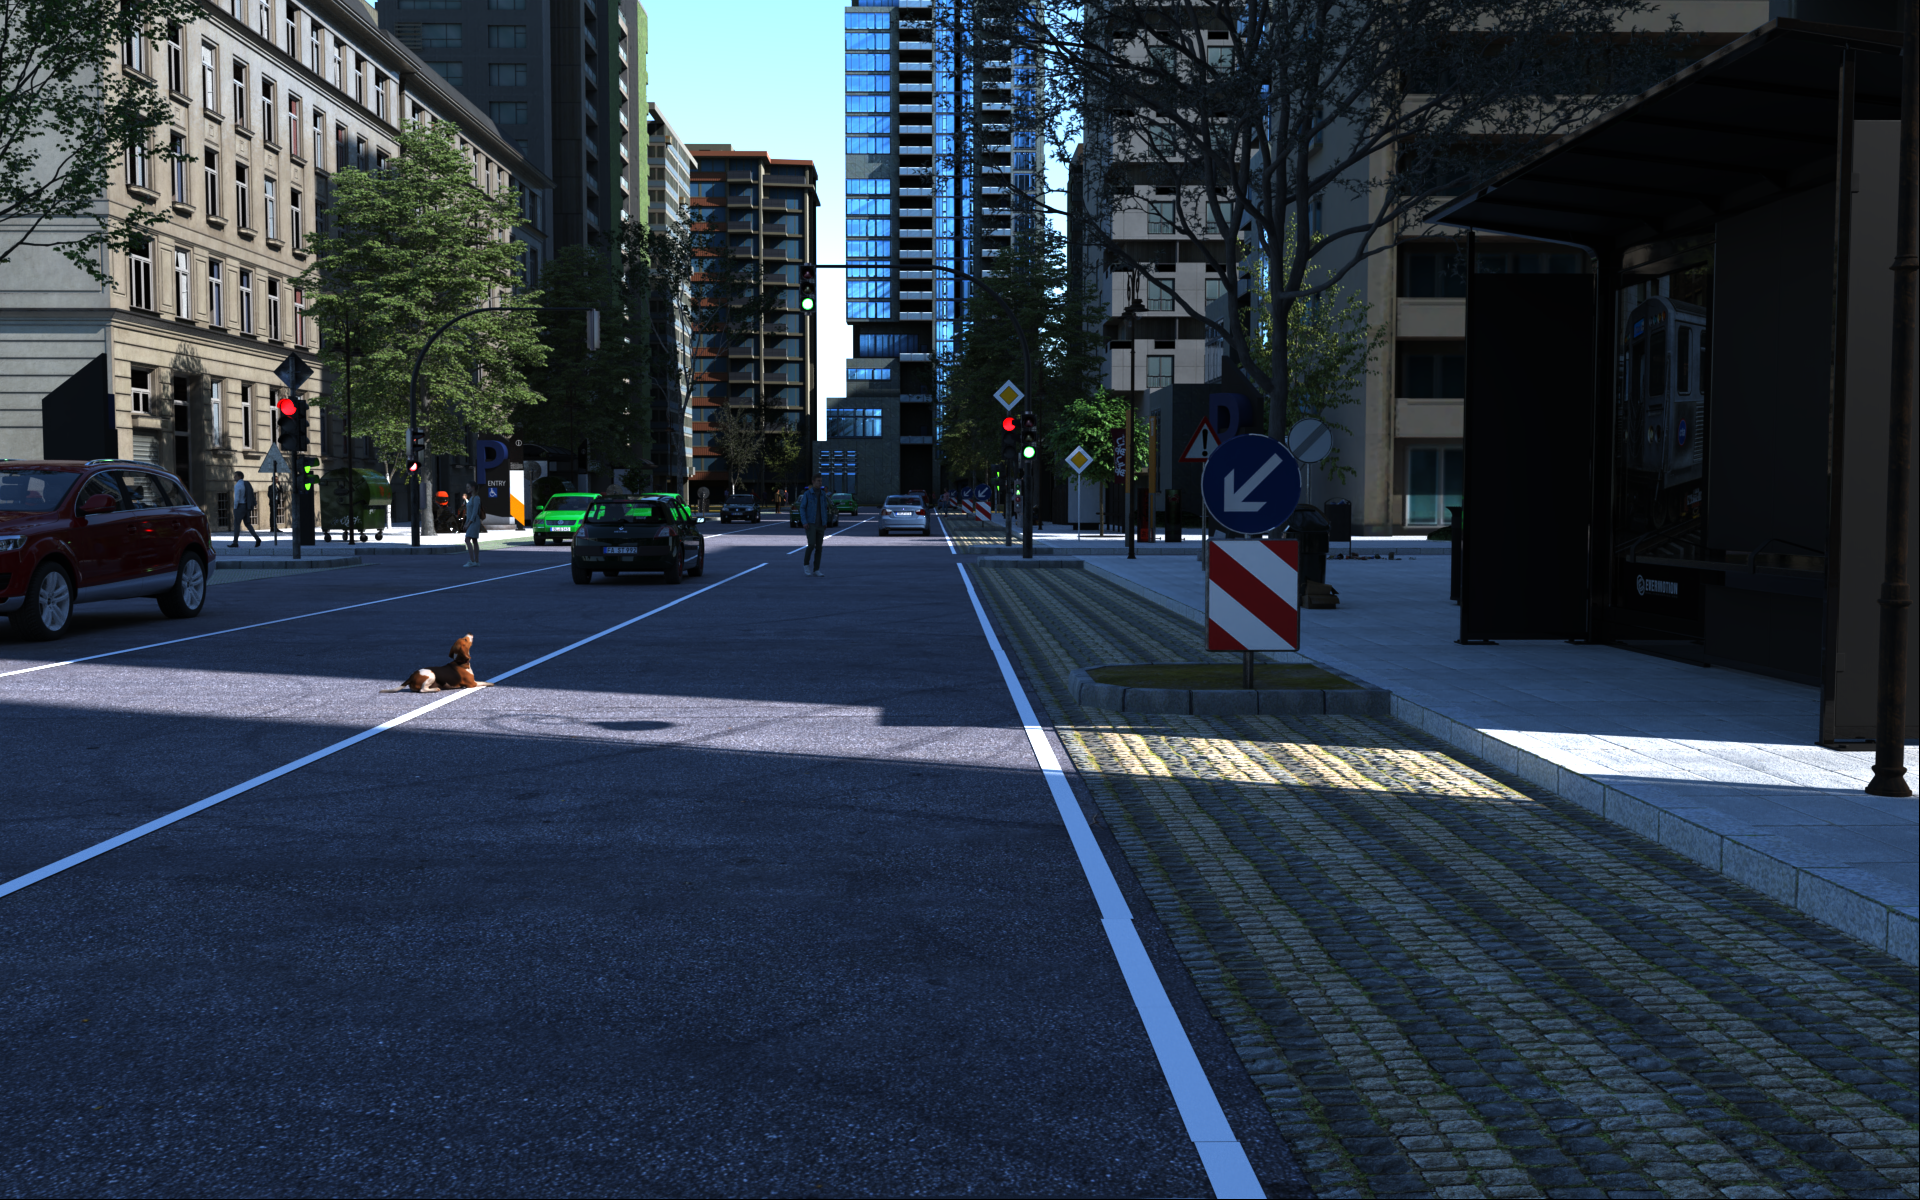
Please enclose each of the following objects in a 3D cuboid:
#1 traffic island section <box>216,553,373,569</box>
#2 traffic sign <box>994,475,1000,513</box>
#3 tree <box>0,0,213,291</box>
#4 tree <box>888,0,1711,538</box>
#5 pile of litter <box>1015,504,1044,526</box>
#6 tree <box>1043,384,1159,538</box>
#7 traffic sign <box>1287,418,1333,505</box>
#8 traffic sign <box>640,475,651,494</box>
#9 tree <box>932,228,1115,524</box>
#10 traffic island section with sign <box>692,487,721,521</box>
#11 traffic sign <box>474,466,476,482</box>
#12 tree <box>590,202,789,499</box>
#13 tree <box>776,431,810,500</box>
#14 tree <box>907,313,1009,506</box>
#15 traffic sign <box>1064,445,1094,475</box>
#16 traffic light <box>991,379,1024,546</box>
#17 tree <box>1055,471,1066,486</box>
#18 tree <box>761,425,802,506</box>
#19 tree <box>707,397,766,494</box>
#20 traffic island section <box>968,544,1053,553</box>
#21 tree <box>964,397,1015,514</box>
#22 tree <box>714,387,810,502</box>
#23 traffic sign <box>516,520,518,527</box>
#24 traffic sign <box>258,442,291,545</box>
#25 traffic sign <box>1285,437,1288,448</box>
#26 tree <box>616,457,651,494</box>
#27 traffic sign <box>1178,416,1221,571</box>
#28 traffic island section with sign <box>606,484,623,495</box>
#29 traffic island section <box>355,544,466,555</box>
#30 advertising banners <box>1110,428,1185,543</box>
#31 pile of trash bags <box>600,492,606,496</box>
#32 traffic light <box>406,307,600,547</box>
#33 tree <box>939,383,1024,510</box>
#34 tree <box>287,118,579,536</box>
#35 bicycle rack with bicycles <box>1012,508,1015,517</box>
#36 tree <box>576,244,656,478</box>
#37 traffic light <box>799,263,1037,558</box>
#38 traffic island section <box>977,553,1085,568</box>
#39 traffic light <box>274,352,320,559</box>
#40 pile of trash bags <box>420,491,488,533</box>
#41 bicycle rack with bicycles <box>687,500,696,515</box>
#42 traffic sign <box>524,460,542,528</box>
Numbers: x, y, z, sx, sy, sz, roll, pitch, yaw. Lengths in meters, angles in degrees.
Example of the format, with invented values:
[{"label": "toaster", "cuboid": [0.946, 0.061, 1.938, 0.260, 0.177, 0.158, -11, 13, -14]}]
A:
[{"label": "traffic island section", "cuboid": [-13.174, -0.739, 34.361, 2.009, 0.180, 2.903, 0, 4, -1]}, {"label": "traffic sign", "cuboid": [2.638, -7.158, 117.144, 0.768, 2.556, 0.104, 0, 4, 2]}, {"label": "tree", "cuboid": [-16.197, -6.201, 27.137, 9.928, 11.665, 9.643, 0, 3, 0]}, {"label": "tree", "cuboid": [3.941, -6.815, 21.794, 12.009, 13.543, 11.850, 0, 3, 0]}, {"label": "pile of litter", "cuboid": [2.840, -3.498, 71.162, 1.176, 0.858, 1.719, 0, 4, -1]}, {"label": "tree", "cuboid": [4.202, -4.162, 51.763, 4.285, 4.588, 4.351, 0, 3, 0]}, {"label": "traffic sign", "cuboid": [5.839, -1.766, 28.985, 0.768, 2.556, 0.104, 0, 4, -1]}, {"label": "traffic sign", "cuboid": [-16.662, -5.474, 91.633, 0.606, 2.300, 0.079, 0, 4, 2]}, {"label": "tree", "cuboid": [2.916, -9.569, 74.583, 7.486, 12.596, 7.792, 0, 3, 0]}, {"label": "traffic island section with sign", "cuboid": [-13.952, -5.239, 94.278, 1.989, 1.847, 2.006, 0, 4, -1]}, {"label": "traffic sign", "cuboid": [-17.661, -3.784, 64.006, 0.606, 2.300, 0.079, 0, 4, 6]}, {"label": "tree", "cuboid": [-16.754, -15.581, 110.637, 12.611, 20.169, 13.585, 0, 3, 0]}, {"label": "tree", "cuboid": [-18.212, -14.713, 190.920, 4.360, 8.622, 3.978, 0, 3, 0]}, {"label": "tree", "cuboid": [0.880, -19.859, 180.582, 12.611, 20.169, 13.585, 0, 3, 0]}, {"label": "traffic sign", "cuboid": [3.214, -2.858, 46.465, 0.795, 2.593, 0.064, 0, 4, 7]}, {"label": "traffic light", "cuboid": [1.177, -3.277, 42.493, 0.839, 4.253, 0.868, 0, 4, -1]}, {"label": "tree", "cuboid": [6.977, -7.322, 114.321, 1.663, 3.219, 1.824, 0, 3, 0]}, {"label": "tree", "cuboid": [-18.419, -14.105, 180.975, 4.737, 8.622, 4.395, 0, 3, 0]}, {"label": "tree", "cuboid": [-16.889, -11.023, 130.581, 4.360, 8.622, 3.978, 0, 3, 0]}, {"label": "traffic island section", "cuboid": [1.217, -1.243, 42.608, 2.009, 0.180, 2.903, 0, 4, -1]}, {"label": "tree", "cuboid": [2.326, -9.938, 112.853, 4.360, 8.622, 3.978, 0, 3, 0]}, {"label": "tree", "cuboid": [-17.635, -13.271, 151.388, 8.767, 10.594, 7.601, -3, 5, -44]}, {"label": "traffic sign", "cuboid": [-17.096, -4.076, 66.757, 0.768, 2.556, 0.104, 0, 4, 8]}, {"label": "traffic sign", "cuboid": [-17.101, -2.643, 43.212, 0.884, 2.594, 0.081, 1, 4, 8]}, {"label": "traffic sign", "cuboid": [5.607, -1.741, 30.595, 0.606, 2.300, 0.079, 1, 4, 9]}, {"label": "tree", "cuboid": [-16.575, -5.752, 88.639, 1.663, 3.219, 1.824, 0, 3, 0]}, {"label": "traffic sign", "cuboid": [4.078, -1.768, 28.917, 0.884, 2.594, 0.081, 0, 4, -1]}, {"label": "traffic island section with sign", "cuboid": [-13.458, -3.590, 67.327, 1.989, 1.847, 2.006, 0, 4, -1]}, {"label": "traffic island section", "cuboid": [-13.322, -1.227, 42.345, 2.009, 0.180, 2.903, 0, 4, -1]}, {"label": "advertising banners", "cuboid": [4.959, -3.036, 45.828, 2.074, 3.025, 0.090, -1, 4, -11]}, {"label": "pile of trash bags", "cuboid": [-17.627, -4.615, 85.204, 1.912, 1.369, 3.447, -1, 4, -9]}, {"label": "traffic light", "cuboid": [-11.192, -4.136, 42.285, 4.771, 5.953, 1.251, 0, 4, -1]}, {"label": "tree", "cuboid": [2.490, -12.978, 137.941, 9.928, 11.665, 9.643, 0, 3, 0]}, {"label": "tree", "cuboid": [-16.231, -8.217, 52.477, 7.486, 12.596, 7.792, 0, 3, 0]}, {"label": "bicycle rack with bicycles", "cuboid": [3.679, -5.088, 96.570, 2.852, 0.926, 2.925, 0, 4, 6]}, {"label": "tree", "cuboid": [-17.675, -9.852, 79.200, 7.486, 12.596, 7.792, 0, 3, 0]}, {"label": "traffic light", "cuboid": [-0.766, -3.649, 34.330, 4.771, 5.953, 1.251, 0, 4, -1]}, {"label": "traffic island section", "cuboid": [1.365, -0.755, 34.624, 2.009, 0.180, 2.903, 0, 4, -1]}, {"label": "traffic light", "cuboid": [-13.134, -2.771, 34.227, 0.839, 4.253, 0.868, 0, 4, -1]}, {"label": "pile of trash bags", "cuboid": [-17.078, -2.948, 57.952, 1.912, 1.369, 3.447, -2, 4, -28]}, {"label": "bicycle rack with bicycles", "cuboid": [-17.534, -5.783, 107.931, 2.852, 0.926, 2.925, -1, 4, -10]}, {"label": "traffic sign", "cuboid": [-16.253, -4.011, 65.693, 0.768, 2.556, 0.104, 0, 4, 1]}]
